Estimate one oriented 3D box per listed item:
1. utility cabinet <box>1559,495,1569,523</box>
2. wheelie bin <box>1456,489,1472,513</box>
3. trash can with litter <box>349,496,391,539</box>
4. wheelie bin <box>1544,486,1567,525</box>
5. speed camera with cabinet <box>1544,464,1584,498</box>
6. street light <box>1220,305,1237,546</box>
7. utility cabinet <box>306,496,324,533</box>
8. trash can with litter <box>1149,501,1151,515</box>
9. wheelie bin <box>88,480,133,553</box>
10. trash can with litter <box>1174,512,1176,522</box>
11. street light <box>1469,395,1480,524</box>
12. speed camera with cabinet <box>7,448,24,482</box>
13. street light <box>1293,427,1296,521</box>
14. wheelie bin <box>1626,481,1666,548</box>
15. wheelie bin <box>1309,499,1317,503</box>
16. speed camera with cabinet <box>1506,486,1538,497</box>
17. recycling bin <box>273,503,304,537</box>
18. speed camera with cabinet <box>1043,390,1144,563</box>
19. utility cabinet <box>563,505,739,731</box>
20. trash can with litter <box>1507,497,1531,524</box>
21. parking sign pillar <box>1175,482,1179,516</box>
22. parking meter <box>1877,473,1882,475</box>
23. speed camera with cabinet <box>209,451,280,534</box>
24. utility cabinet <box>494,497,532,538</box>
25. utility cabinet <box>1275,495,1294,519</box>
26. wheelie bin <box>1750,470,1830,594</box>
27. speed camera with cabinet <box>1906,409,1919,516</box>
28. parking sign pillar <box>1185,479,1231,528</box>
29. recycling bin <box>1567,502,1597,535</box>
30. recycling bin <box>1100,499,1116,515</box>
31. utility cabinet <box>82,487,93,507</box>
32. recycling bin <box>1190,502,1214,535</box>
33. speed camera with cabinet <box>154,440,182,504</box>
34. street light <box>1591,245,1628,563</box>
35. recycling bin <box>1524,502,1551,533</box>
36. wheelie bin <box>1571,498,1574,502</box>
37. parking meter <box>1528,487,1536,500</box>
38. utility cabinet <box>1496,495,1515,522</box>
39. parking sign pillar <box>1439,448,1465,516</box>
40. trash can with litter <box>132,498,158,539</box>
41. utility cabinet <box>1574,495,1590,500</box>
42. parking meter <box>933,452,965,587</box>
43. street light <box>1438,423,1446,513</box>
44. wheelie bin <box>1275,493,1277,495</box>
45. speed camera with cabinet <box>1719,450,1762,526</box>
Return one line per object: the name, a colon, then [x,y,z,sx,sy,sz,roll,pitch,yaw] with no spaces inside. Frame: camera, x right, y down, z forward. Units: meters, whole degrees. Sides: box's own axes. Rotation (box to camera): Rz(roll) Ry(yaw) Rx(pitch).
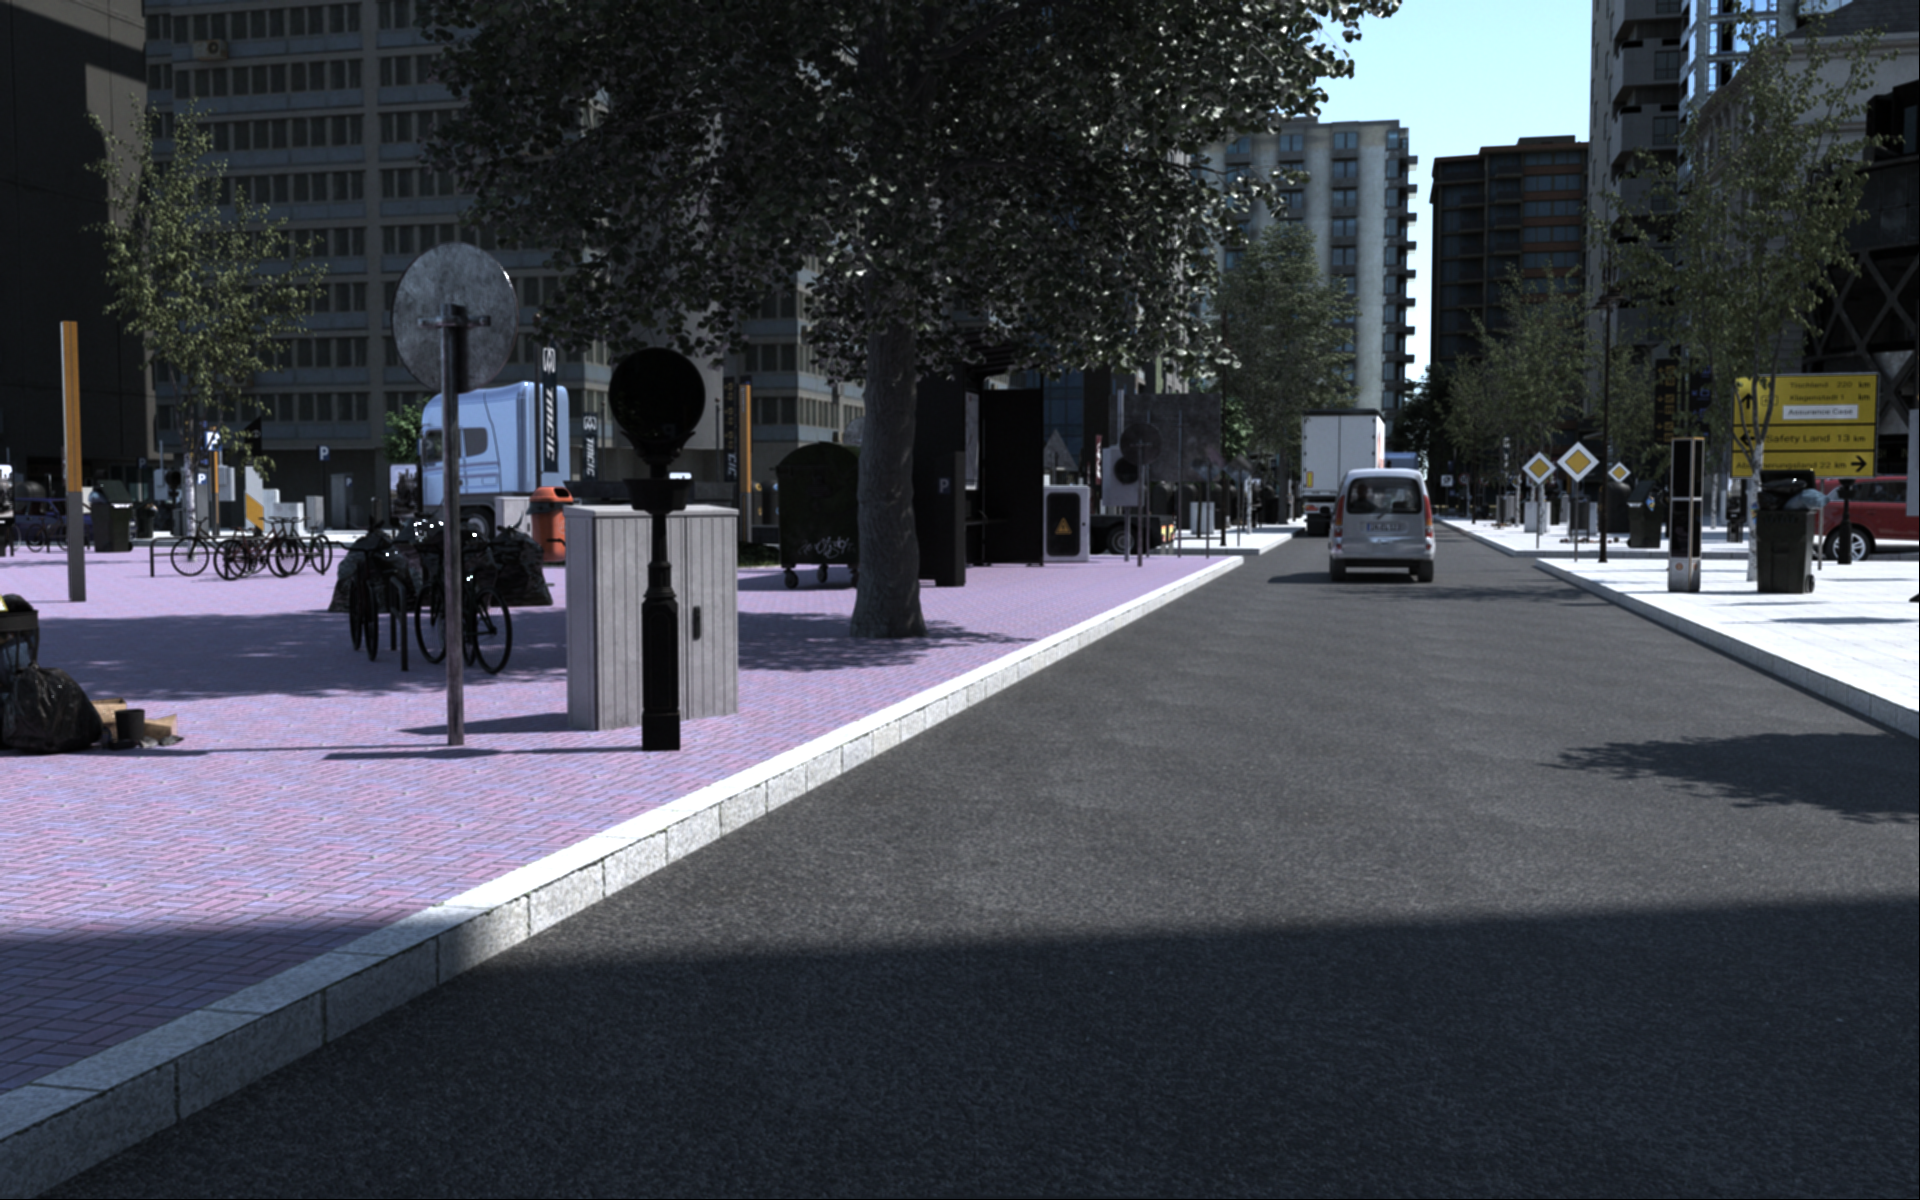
utility cabinet: [26.968,-4.104,78.267,1.020,1.237,0.306,1,4,12]
wheelie bin: [31.440,-6.135,108.209,0.980,1.594,0.693,0,4,2]
trash can with litter: [-17.184,-2.410,50.468,1.678,1.210,2.233,0,4,-5]
wheelie bin: [24.484,-3.897,71.629,0.980,1.594,0.693,-3,5,-44]
speed camera with cabinet: [32.914,-6.103,94.125,2.038,3.252,0.660,-1,4,-22]
street light: [6.503,-4.271,42.612,0.468,5.910,1.993,1,4,13]
utility cabinet: [-21.385,-2.831,57.442,0.306,1.237,1.020,-3,4,-36]
trash can with litter: [10.769,-5.253,97.270,1.055,1.170,0.624,3,4,36]
wheelie bin: [-18.772,-1.854,38.226,0.693,1.594,0.980,1,4,20]
trash can with litter: [9.885,-4.213,79.943,2.233,1.210,1.678,-2,4,-33]
street light: [22.193,-6.230,74.648,0.468,5.910,1.993,1,4,13]
speed camera with cabinet: [-39.764,-4.839,73.455,2.038,3.252,0.660,2,4,33]
street light: [15.683,-6.623,81.080,0.468,5.910,1.993,1,4,13]
wheelie bin: [16.298,-2.034,41.163,0.693,1.594,0.980,-1,4,-13]
wheelie bin: [22.832,-6.379,112.199,0.693,1.594,0.980,1,4,16]
speed camera with cabinet: [33.142,-6.571,101.776,2.038,3.252,0.660,2,4,34]
recycling bin: [-19.726,-2.345,50.899,0.722,1.027,0.722,-1,4,-9]
speed camera with cabinet: [2.412,-2.337,32.553,2.038,3.252,0.660,-1,4,-13]
utility cabinet: [-1.722,0.084,9.791,0.306,1.237,1.020,3,5,42]
trash can with litter: [24.150,-3.870,74.658,1.055,1.170,0.624,0,4,1]
parking sign pillar: [13.256,-6.929,101.762,1.447,3.967,1.447,-1,4,-16]
parking meter: [25.005,-2.529,47.054,0.255,1.863,0.399,-3,5,-45]
speed camera with cabinet: [-23.275,-3.793,56.351,2.038,3.252,0.660,-1,4,-11]
utility cabinet: [-9.678,-1.636,37.905,0.306,1.237,1.020,2,4,35]
utility cabinet: [17.030,-4.887,91.063,1.020,1.237,0.306,2,4,28]
wheelie bin: [10.752,-0.893,22.502,0.980,1.594,0.693,3,4,36]
speed camera with cabinet: [10.517,-1.392,17.091,0.660,3.252,2.038,-2,4,-32]
parking sign pillar: [9.460,-4.682,65.022,1.447,3.967,1.447,2,4,25]
recycling bin: [19.392,-2.535,53.994,0.722,1.027,0.722,0,4,4]
recycling bin: [7.275,-4.422,84.857,0.722,1.027,0.722,1,4,15]
utility cabinet: [-27.363,-2.805,54.539,0.318,1.500,1.173,2,4,27]
recycling bin: [7.717,-2.610,55.222,0.722,1.027,0.722,0,4,3]
speed camera with cabinet: [-28.704,-4.248,63.788,2.038,3.252,0.660,1,4,22]
street light: [12.057,-3.640,32.307,0.468,5.910,1.993,1,4,13]
recycling bin: [19.218,-2.757,57.632,0.722,1.027,0.722,2,4,29]
wheelie bin: [35.516,-5.676,100.703,0.980,1.594,0.693,3,5,41]
parking meter: [33.231,-5.804,100.614,0.399,1.863,0.255,0,4,6]
utility cabinet: [24.754,-4.123,78.580,0.306,1.237,1.020,-1,4,-17]
parking sign pillar: [28.846,-6.912,101.480,1.447,3.967,1.447,1,4,15]
trash can with litter: [-23.434,-2.315,49.238,1.055,1.170,0.624,-3,5,-42]
utility cabinet: [32.884,-4.916,91.531,1.020,1.237,0.306,-2,4,-34]
parking meter: [-0.149,-1.122,24.057,0.399,1.863,0.255,3,5,40]
street light: [31.344,-8.566,112.843,0.468,5.910,1.993,1,4,13]
wheelie bin: [19.443,-6.117,107.923,0.693,1.594,0.980,0,4,-1]
speed camera with cabinet: [31.402,-4.577,69.175,2.038,3.252,0.660,-2,4,-24]
